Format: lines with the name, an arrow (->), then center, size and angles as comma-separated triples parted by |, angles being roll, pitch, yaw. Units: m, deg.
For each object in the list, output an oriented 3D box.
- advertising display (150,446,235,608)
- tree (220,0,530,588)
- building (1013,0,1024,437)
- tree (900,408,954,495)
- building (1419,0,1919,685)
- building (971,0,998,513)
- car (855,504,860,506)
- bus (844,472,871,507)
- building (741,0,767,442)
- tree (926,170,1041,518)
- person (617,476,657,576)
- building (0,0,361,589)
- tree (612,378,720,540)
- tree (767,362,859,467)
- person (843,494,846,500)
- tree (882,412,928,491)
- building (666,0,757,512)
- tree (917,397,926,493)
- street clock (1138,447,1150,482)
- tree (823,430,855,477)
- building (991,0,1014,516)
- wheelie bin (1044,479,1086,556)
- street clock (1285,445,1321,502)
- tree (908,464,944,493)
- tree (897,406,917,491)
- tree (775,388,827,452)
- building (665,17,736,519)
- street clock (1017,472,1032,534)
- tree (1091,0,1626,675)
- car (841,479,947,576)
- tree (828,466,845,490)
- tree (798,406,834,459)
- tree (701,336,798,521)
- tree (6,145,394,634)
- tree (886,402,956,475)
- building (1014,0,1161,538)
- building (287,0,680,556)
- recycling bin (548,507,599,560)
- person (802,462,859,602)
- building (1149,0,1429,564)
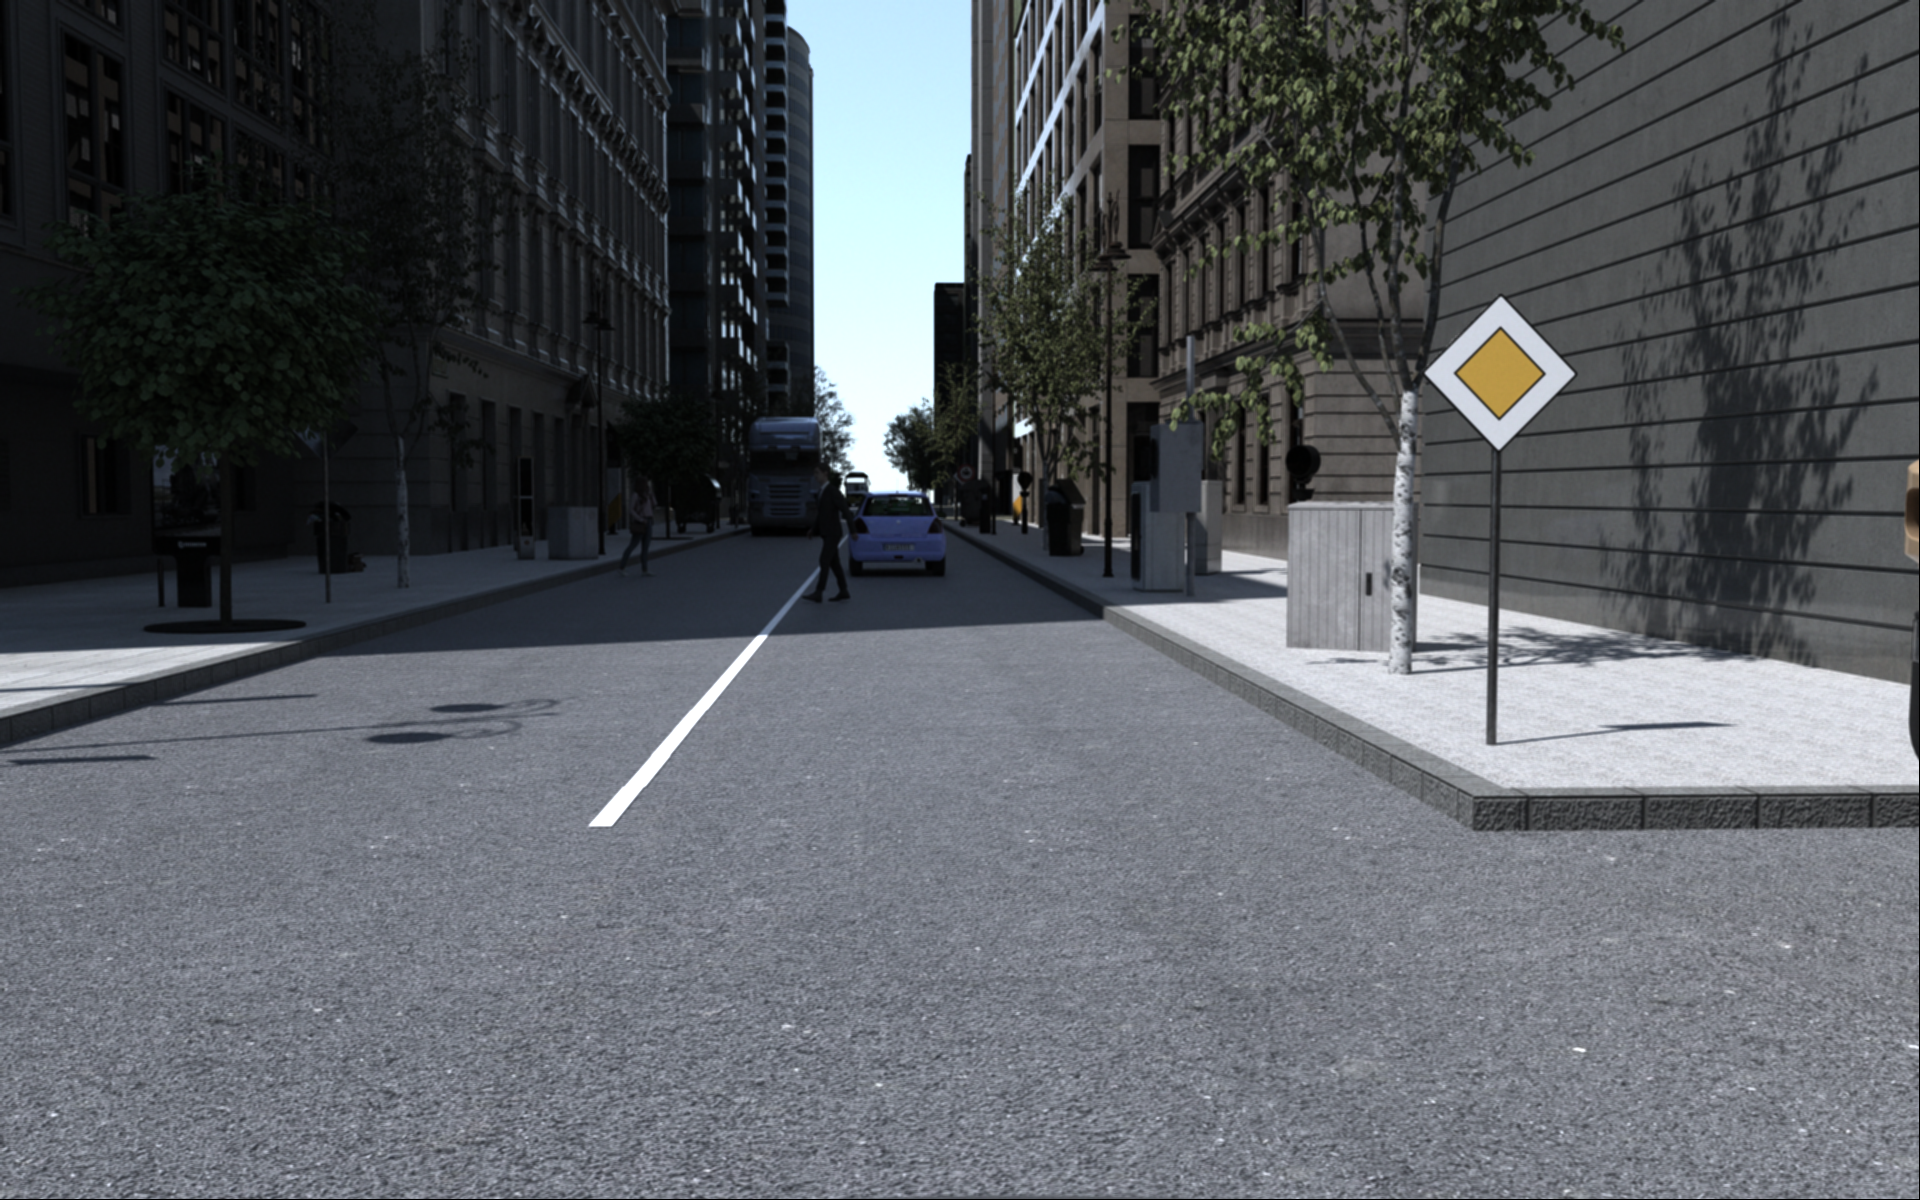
advertising display -> -8.683, -0.880, 19.596 | 0.974, 1.923, 0.123 | 1, 4, 11
tree -> -7.654, -4.457, 23.238 | 4.360, 8.622, 3.978 | 0, 3, 0
building -> 9.766, -25.076, 93.586 | 14.154, 41.232, 14.086 | 0, 4, -3
tree -> -2.777, -11.971, 146.085 | 4.360, 8.622, 3.978 | 0, 3, 0
building -> 20.859, -14.618, 16.494 | 29.804, 29.767, 11.434 | 0, 4, -3
building -> 11.293, -35.868, 128.443 | 21.231, 58.520, 28.212 | 0, 4, -3
car -> -11.483, -11.852, 203.558 | 2.009, 1.686, 4.222 | 0, 4, -4
bus -> -11.530, -12.312, 192.855 | 2.896, 3.916, 12.252 | 0, 4, -4
building -> -23.570, -30.207, 143.988 | 14.600, 45.320, 14.200 | 0, 4, -3
tree -> 2.103, -5.439, 39.294 | 4.737, 8.622, 4.395 | 0, 3, 0
person -> -5.630, -1.289, 30.172 | 0.643, 1.750, 0.593 | 1, 4, 18
building -> -18.275, -13.962, 21.789 | 14.314, 27.812, 24.014 | 0, 4, -3
tree -> -8.287, -4.006, 49.219 | 4.285, 4.588, 4.351 | 0, 3, 0
tree -> -14.038, -15.251, 159.722 | 12.009, 13.543, 11.850 | 0, 3, 0
person -> -10.544, -8.869, 156.759 | 0.557, 1.426, 1.065 | 1, 4, 22
tree -> -6.402, -18.025, 220.461 | 9.928, 11.665, 9.643 | 0, 3, 0
building -> -26.070, -30.694, 121.456 | 23.786, 49.044, 30.456 | 0, 4, -3
tree -> 2.173, -5.795, 45.111 | 4.737, 8.622, 4.395 | 0, 3, 0
street clock -> 2.930, -1.358, 26.771 | 0.358, 2.002, 0.471 | -1, 4, -15
tree -> -17.840, -18.567, 237.976 | 7.601, 10.594, 8.767 | -3, 5, -44
building -> 9.374, -27.979, 107.574 | 14.600, 45.320, 14.200 | 0, 4, -3
wheelie bin -> 2.153, -1.714, 35.940 | 0.693, 1.594, 0.980 | 2, 4, 33
street clock -> 5.056, -1.284, 25.570 | 0.358, 2.002, 0.471 | -3, 5, -45
tree -> -3.285, -11.227, 167.279 | 4.285, 4.588, 4.351 | 0, 3, 0
tree -> -0.431, -8.750, 93.422 | 4.737, 8.622, 4.395 | 0, 3, 0
tree -> -11.668, -10.417, 120.672 | 4.737, 8.622, 4.395 | 0, 3, 0
building -> -29.019, -24.619, 94.395 | 32.217, 40.220, 23.993 | 0, 4, -3
street clock -> 2.089, -3.137, 55.862 | 0.471, 2.002, 0.358 | 0, 4, 5
tree -> 3.085, -3.790, 12.336 | 4.737, 8.622, 4.395 | 0, 3, 0
car -> -1.189, -1.345, 31.586 | 1.945, 1.707, 3.694 | 0, 4, -4
tree -> -15.215, -13.507, 204.547 | 4.285, 4.588, 4.351 | 0, 3, 0
tree -> -12.835, -11.933, 145.472 | 4.360, 8.622, 3.978 | 0, 3, 0
tree -> -9.978, -7.969, 80.654 | 4.360, 8.622, 3.978 | 0, 3, 0
tree -> -7.086, -1.999, 16.402 | 4.285, 4.588, 4.351 | 0, 3, 0
tree -> -4.033, -14.786, 176.165 | 7.601, 10.594, 8.767 | -1, 4, -20
building -> 13.006, -16.070, 67.262 | 19.350, 26.468, 34.151 | 0, 4, -3
building -> -19.838, -17.113, 56.210 | 17.030, 29.872, 44.131 | 0, 4, -3
recycling bin -> -7.601, -1.314, 34.031 | 0.722, 1.027, 0.722 | 3, 5, 41
person -> -1.792, -0.900, 22.999 | 0.755, 1.850, 0.659 | -2, 4, -26
building -> 10.657, -10.749, 40.371 | 10.561, 19.102, 19.286 | 0, 4, -3
